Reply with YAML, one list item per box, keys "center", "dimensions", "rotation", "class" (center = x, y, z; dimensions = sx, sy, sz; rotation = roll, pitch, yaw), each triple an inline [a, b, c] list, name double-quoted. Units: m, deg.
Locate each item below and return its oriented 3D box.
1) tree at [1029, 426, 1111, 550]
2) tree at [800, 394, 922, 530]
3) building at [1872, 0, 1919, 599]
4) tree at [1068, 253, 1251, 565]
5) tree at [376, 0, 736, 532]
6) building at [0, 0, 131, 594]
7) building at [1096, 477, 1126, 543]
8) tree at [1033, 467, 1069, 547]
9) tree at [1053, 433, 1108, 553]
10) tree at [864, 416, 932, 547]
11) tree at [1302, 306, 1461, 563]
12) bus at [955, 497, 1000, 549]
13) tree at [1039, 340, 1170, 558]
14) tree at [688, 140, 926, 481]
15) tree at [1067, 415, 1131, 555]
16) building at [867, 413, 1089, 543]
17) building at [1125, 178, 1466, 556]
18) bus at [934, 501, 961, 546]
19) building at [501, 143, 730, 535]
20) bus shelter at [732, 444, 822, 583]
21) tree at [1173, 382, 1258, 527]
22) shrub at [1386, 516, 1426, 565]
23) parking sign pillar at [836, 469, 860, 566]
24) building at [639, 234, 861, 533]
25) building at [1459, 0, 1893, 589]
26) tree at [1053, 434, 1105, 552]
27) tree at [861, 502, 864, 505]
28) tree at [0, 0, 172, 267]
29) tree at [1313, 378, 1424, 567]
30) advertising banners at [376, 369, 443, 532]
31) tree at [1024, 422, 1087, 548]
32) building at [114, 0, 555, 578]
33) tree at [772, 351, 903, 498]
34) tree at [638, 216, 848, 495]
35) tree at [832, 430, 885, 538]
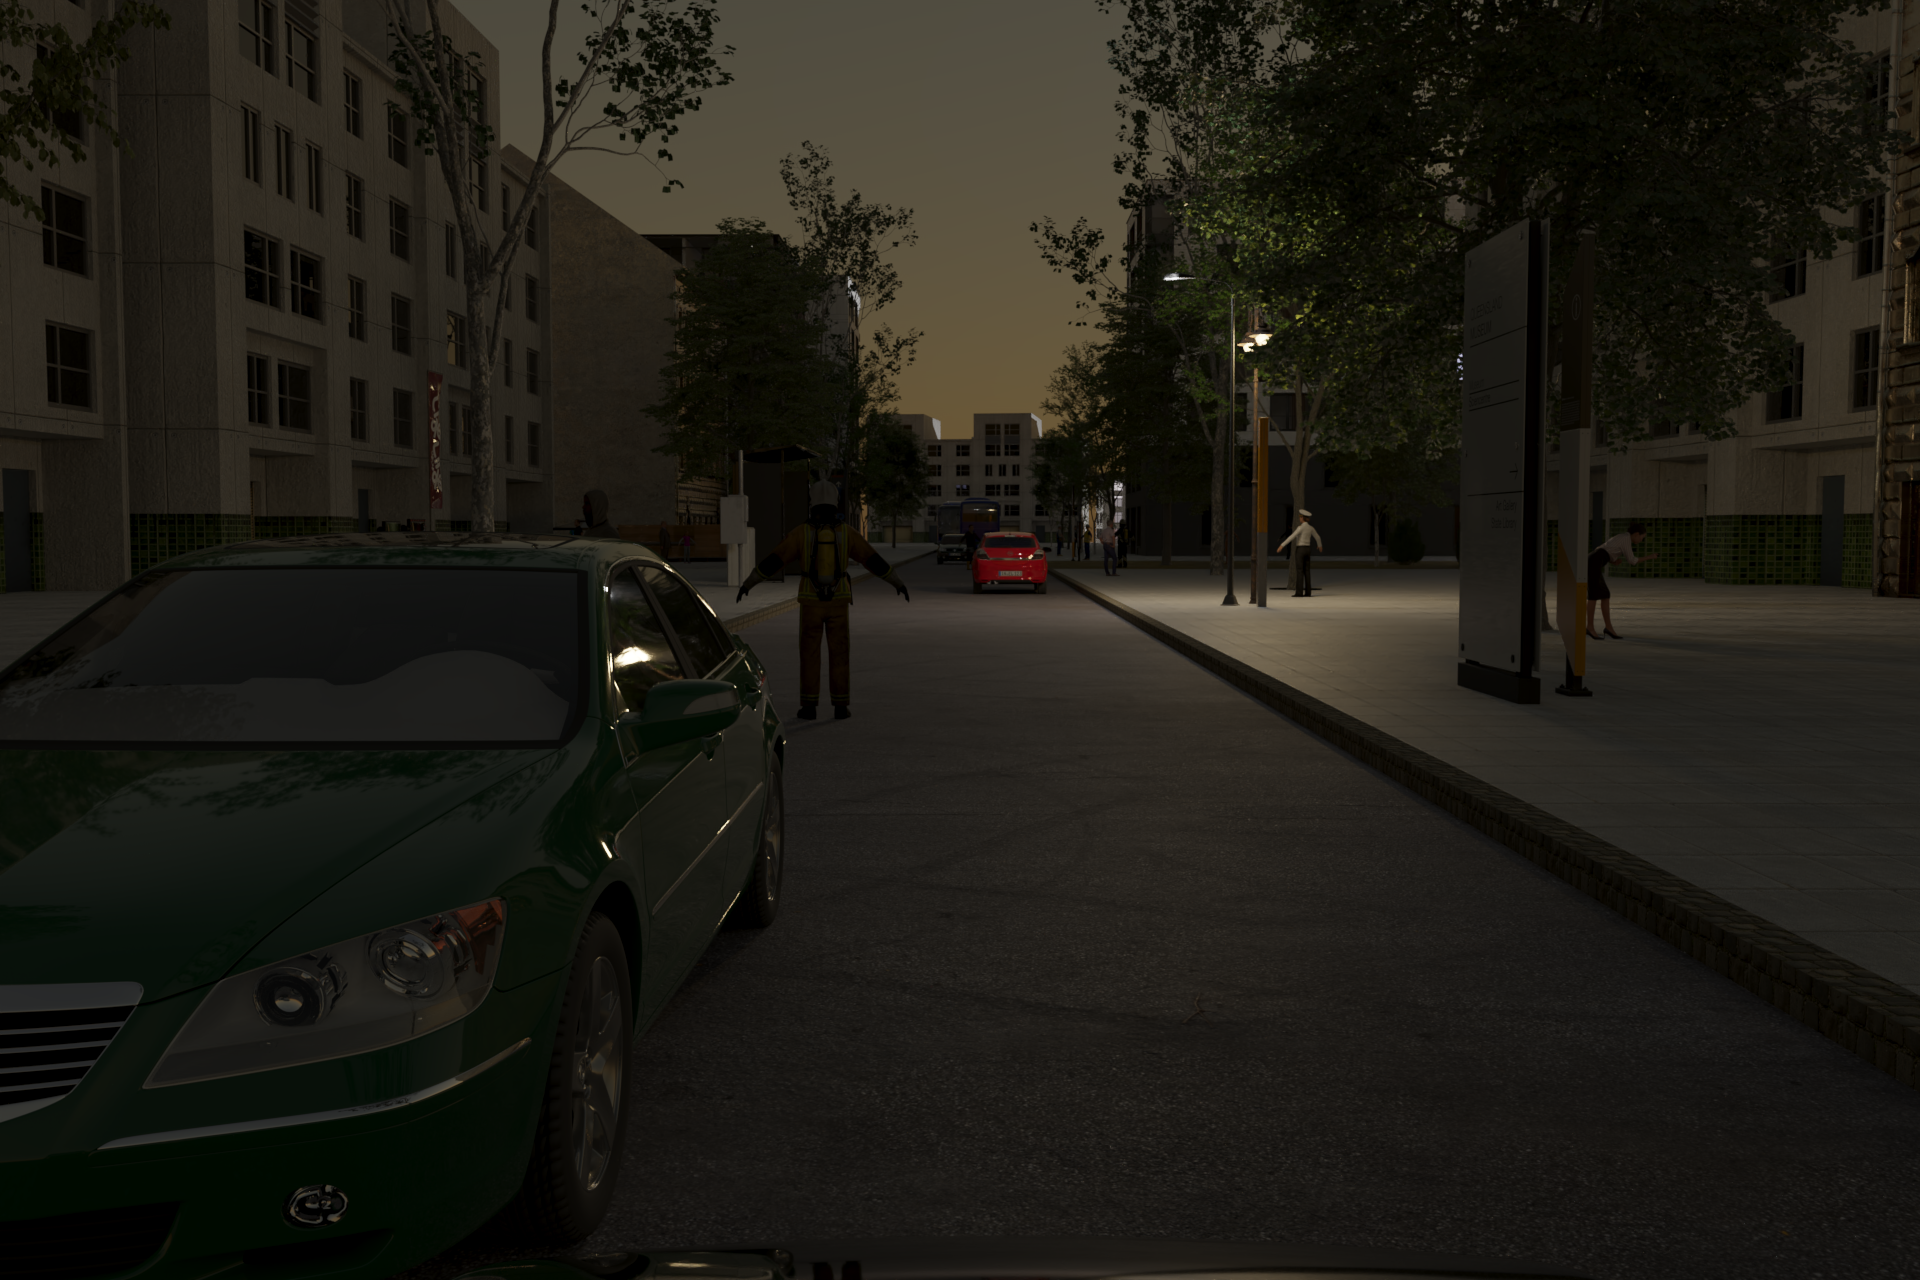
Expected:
- center: [9.321, -12.780, 143.368]
  dimensions: [7.601, 10.594, 8.767]
  rotation: [-1, 4, -12]
  class: "tree"
- center: [-6.446, -10.606, 107.824]
  dimensions: [8.767, 10.594, 7.601]
  rotation: [0, 4, 4]
  class: "tree"
- center: [27.773, -11.904, 25.568]
  dimensions: [19.493, 23.208, 18.063]
  rotation: [0, 4, 1]
  class: "building"
- center: [8.303, -9.353, 71.051]
  dimensions: [7.486, 12.596, 7.792]
  rotation: [0, 3, 0]
  class: "tree"
- center: [-7.143, -10.573, 28.751]
  dimensions: [12.611, 20.169, 13.585]
  rotation: [0, 3, 0]
  class: "tree"
- center: [-27.105, -9.568, 22.900]
  dimensions: [16.747, 18.905, 31.486]
  rotation: [0, 3, 0]
  class: "building"
- center: [24.034, -18.103, 238.123]
  dimensions: [9.099, 9.664, 28.070]
  rotation: [0, 4, 1]
  class: "building"
- center: [9.027, -13.409, 169.604]
  dimensions: [4.737, 8.622, 4.395]
  rotation: [0, 3, 0]
  class: "tree"
- center: [7.871, -10.123, 115.867]
  dimensions: [4.360, 8.622, 3.978]
  rotation: [0, 3, 0]
  class: "tree"
- center: [-6.192, -15.219, 166.957]
  dimensions: [7.486, 12.596, 7.792]
  rotation: [0, 3, 0]
  class: "tree"
- center: [19.085, -9.763, 77.747]
  dimensions: [7.486, 12.596, 7.792]
  rotation: [0, 3, 0]
  class: "tree"
- center: [1.188, -7.603, 115.863]
  dimensions: [2.896, 3.916, 12.251]
  rotation: [0, 4, -1]
  class: "bus"
- center: [8.096, -10.207, 92.634]
  dimensions: [9.928, 11.665, 9.643]
  rotation: [0, 3, 0]
  class: "tree"
- center: [-7.847, -14.097, 86.378]
  dimensions: [12.611, 20.169, 13.585]
  rotation: [0, 3, 0]
  class: "tree"
- center: [8.255, -9.551, 106.513]
  dimensions: [4.360, 8.622, 3.978]
  rotation: [0, 3, 0]
  class: "tree"
- center: [3.080, -23.918, 259.971]
  dimensions: [31.486, 18.905, 16.747]
  rotation: [0, 4, 8]
  class: "building"
- center: [24.868, -16.647, 116.159]
  dimensions: [27.936, 21.610, 32.646]
  rotation: [0, 4, 1]
  class: "building"
- center: [-0.362, -8.677, 133.419]
  dimensions: [2.896, 3.916, 12.251]
  rotation: [0, 4, 1]
  class: "bus"
- center: [-25.084, -16.888, 107.043]
  dimensions: [19.493, 23.208, 18.063]
  rotation: [0, 4, 1]
  class: "building"
- center: [-5.043, -3.498, 48.483]
  dimensions: [1.731, 3.624, 6.357]
  rotation: [0, 4, 2]
  class: "bus shelter"
- center: [11.914, -7.946, 80.284]
  dimensions: [4.737, 8.622, 4.395]
  rotation: [0, 3, 0]
  class: "tree"
- center: [18.511, -4.145, 71.807]
  dimensions: [1.661, 2.075, 1.752]
  rotation: [0, 3, 0]
  class: "shrub"
- center: [-4.844, -5.044, 70.947]
  dimensions: [1.447, 3.967, 1.447]
  rotation: [0, 4, 1]
  class: "parking sign pillar"
- center: [-22.703, -17.773, 134.566]
  dimensions: [27.936, 21.610, 32.646]
  rotation: [0, 4, 0]
  class: "building"
- center: [27.756, -11.298, 51.181]
  dimensions: [16.747, 18.905, 31.486]
  rotation: [0, 4, 0]
  class: "building"
- center: [8.593, -10.489, 121.860]
  dimensions: [4.360, 8.622, 3.978]
  rotation: [0, 3, 0]
  class: "tree"
- center: [-16.171, -18.765, 257.163]
  dimensions: [4.737, 8.622, 4.395]
  rotation: [0, 3, 0]
  class: "tree"
- center: [-8.481, -3.888, 13.930]
  dimensions: [4.737, 8.622, 4.395]
  rotation: [0, 3, 0]
  class: "tree"
- center: [16.152, -7.164, 67.498]
  dimensions: [4.737, 8.622, 4.395]
  rotation: [0, 3, 0]
  class: "tree"
- center: [-5.645, -1.330, 17.934]
  dimensions: [0.090, 3.025, 2.074]
  rotation: [0, 4, 1]
  class: "advertising banners"
- center: [9.448, -14.211, 158.106]
  dimensions: [9.928, 11.665, 9.643]
  rotation: [0, 3, 0]
  class: "tree"
- center: [-25.311, -11.563, 55.511]
  dimensions: [16.747, 18.905, 31.486]
  rotation: [0, 4, 1]
  class: "building"
- center: [-7.048, -10.601, 99.087]
  dimensions: [9.928, 11.665, 9.643]
  rotation: [0, 3, 0]
  class: "tree"
- center: [-7.758, -8.856, 62.919]
  dimensions: [7.486, 12.596, 7.792]
  rotation: [0, 3, 0]
  class: "tree"
- center: [-6.474, -10.035, 114.429]
  dimensions: [4.737, 8.622, 4.395]
  rotation: [0, 3, 0]
  class: "tree"
